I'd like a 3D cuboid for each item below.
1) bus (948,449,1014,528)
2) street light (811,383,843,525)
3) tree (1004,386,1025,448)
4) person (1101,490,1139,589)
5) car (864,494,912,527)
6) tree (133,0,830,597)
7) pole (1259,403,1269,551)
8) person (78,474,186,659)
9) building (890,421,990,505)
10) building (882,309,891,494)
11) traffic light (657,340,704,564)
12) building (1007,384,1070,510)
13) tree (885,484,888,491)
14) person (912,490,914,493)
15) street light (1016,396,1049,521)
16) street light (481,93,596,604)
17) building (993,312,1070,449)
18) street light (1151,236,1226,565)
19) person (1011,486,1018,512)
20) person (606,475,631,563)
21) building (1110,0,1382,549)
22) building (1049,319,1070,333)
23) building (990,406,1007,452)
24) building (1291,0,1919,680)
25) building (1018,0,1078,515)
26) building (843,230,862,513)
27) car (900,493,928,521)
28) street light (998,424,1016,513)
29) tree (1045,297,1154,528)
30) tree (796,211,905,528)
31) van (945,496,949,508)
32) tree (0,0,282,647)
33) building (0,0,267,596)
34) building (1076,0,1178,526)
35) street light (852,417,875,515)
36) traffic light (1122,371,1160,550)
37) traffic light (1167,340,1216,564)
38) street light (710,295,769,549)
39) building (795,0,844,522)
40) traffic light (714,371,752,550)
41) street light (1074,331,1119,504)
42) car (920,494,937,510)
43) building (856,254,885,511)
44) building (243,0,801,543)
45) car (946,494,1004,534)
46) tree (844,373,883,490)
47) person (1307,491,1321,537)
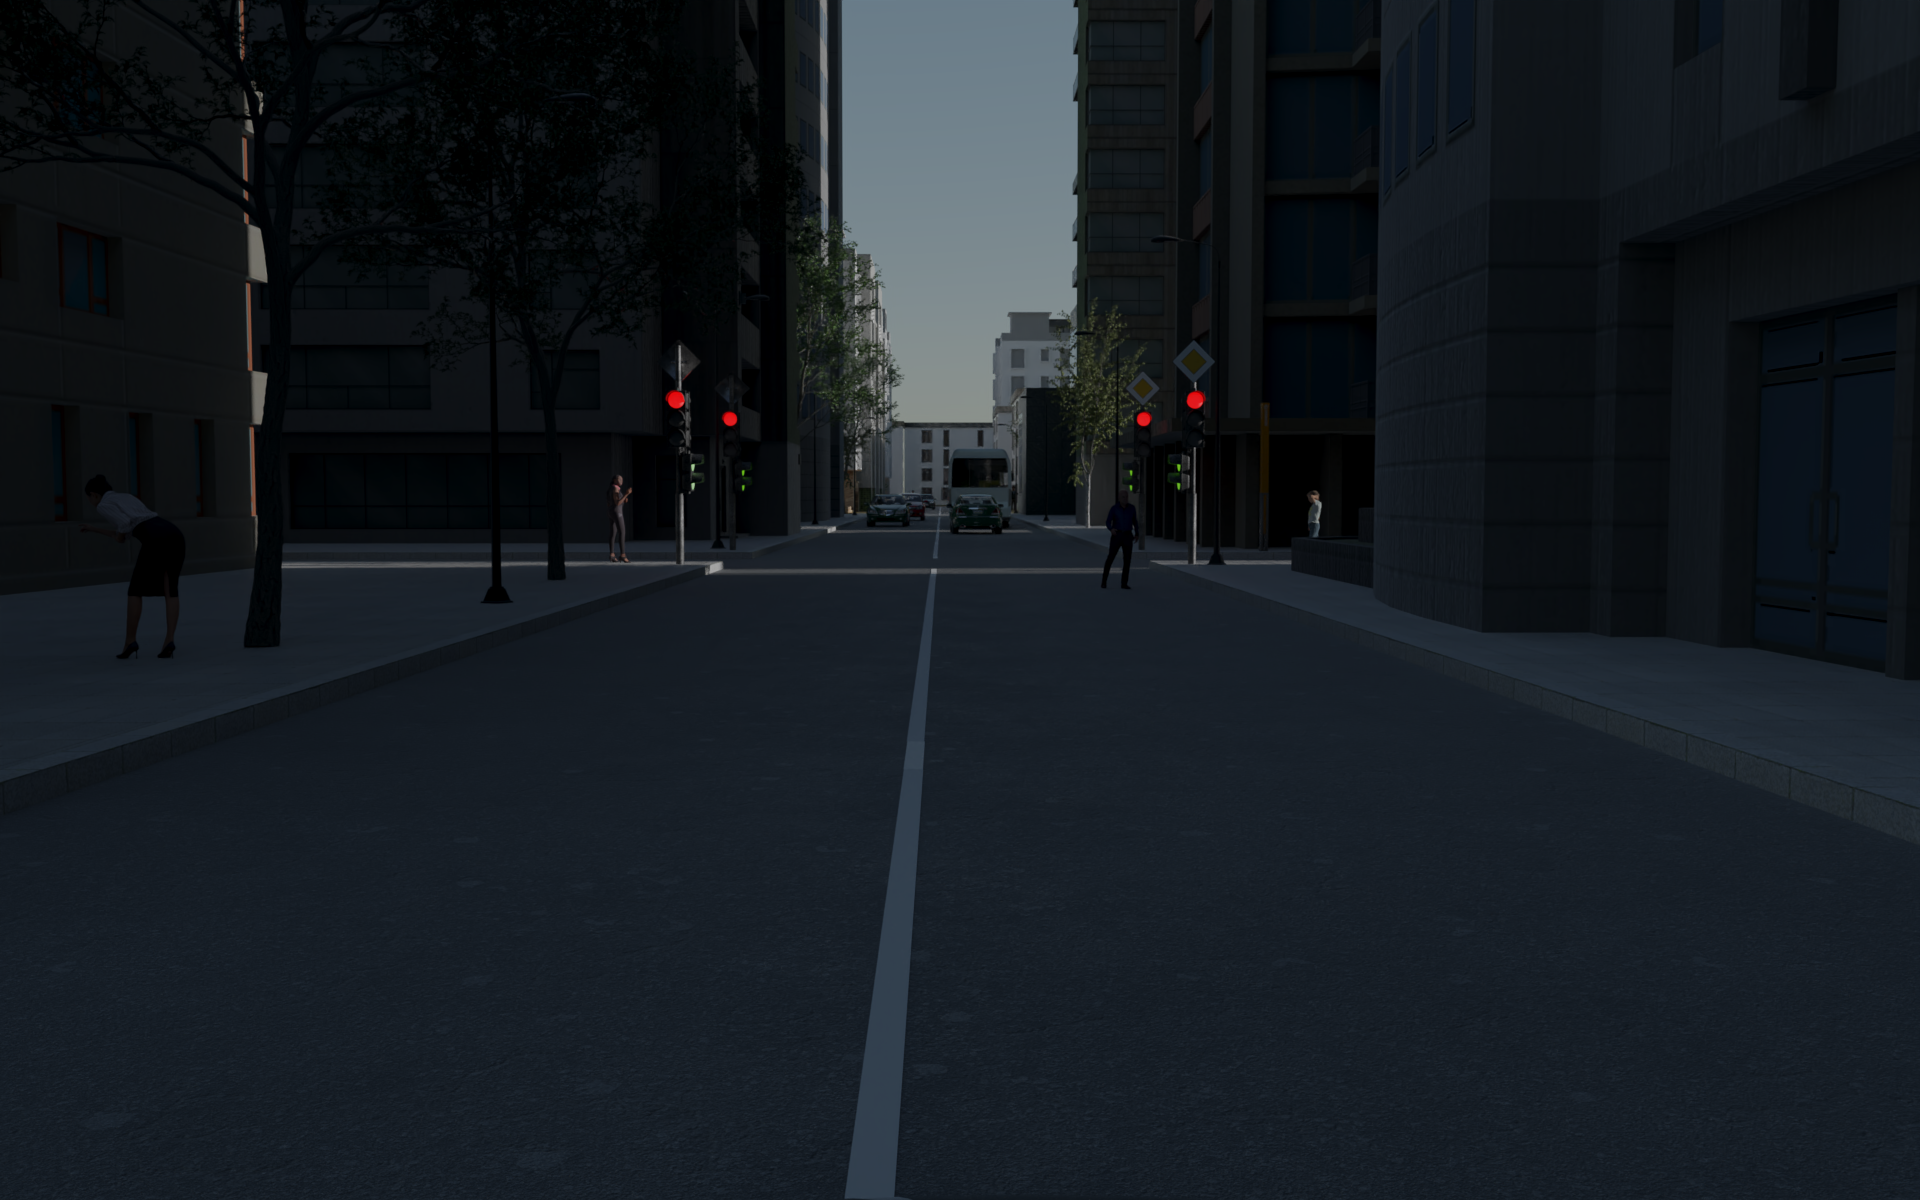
[{"bbox_3d":[0.958,-5.022,76.964,2.948,3.499,13.247,0,4,1],"label":"bus"},{"bbox_3d":[-5.525,-6.106,72.366,1.470,5.913,1.316,0,4,-1],"label":"street light"},{"bbox_3d":[5.151,-10.306,118.866,4.360,8.622,3.978,0,3,0],"label":"tree"},{"bbox_3d":[2.384,-0.913,26.119,0.574,1.496,0.600,1,4,14],"label":"person"},{"bbox_3d":[-3.186,-4.010,77.364,2.131,1.459,4.920,0,3,0],"label":"car"},{"bbox_3d":[-5.989,-5.598,25.946,8.767,10.594,7.601,0,4,4],"label":"tree"},{"bbox_3d":[6.814,-2.749,38.784,0.158,3.312,0.155,0,3,0],"label":"pole"},{"bbox_3d":[-6.471,-0.263,13.525,0.799,1.438,0.628,-1,4,-20],"label":"person"},{"bbox_3d":[-6.577,-15.980,203.414,28.070,9.664,9.099,0,4,-1],"label":"building"},{"bbox_3d":[-15.062,-18.877,165.056,16.016,20.091,11.380,0,4,-1],"label":"building"},{"bbox_3d":[-5.104,-2.608,31.568,0.839,4.253,0.868,0,4,-1],"label":"traffic light"},{"bbox_3d":[9.070,-11.932,137.230,9.099,9.664,28.070,0,4,-1],"label":"building"},{"bbox_3d":[-8.176,-10.954,173.699,1.663,3.219,1.824,0,3,0],"label":"tree"},{"bbox_3d":[-4.510,-9.638,166.081,1.348,1.824,0.705,0,4,5],"label":"person"},{"bbox_3d":[3.549,-6.691,81.938,1.470,5.913,1.316,0,4,-1],"label":"street light"},{"bbox_3d":[-4.918,-2.917,20.240,1.470,5.913,1.316,0,4,-1],"label":"street light"},{"bbox_3d":[11.566,-20.133,185.587,16.016,20.091,11.380,0,4,-1],"label":"building"},{"bbox_3d":[4.126,-3.595,31.321,1.470,5.913,1.316,0,4,-1],"label":"street light"},{"bbox_3d":[3.878,-7.315,125.266,1.348,1.869,0.705,-1,4,-10],"label":"person"},{"bbox_3d":[-6.345,-1.519,32.347,0.593,1.643,0.415,1,4,18],"label":"person"},{"bbox_3d":[19.110,-24.110,48.831,28.867,44.769,22.147,0,4,-1],"label":"building"},{"bbox_3d":[24.217,-22.558,212.803,32.646,21.610,27.936,0,4,-1],"label":"building"},{"bbox_3d":[8.038,-13.645,165.238,9.099,9.664,28.070,0,4,-1],"label":"building"},{"bbox_3d":[15.295,-29.012,16.342,21.231,58.520,28.212,0,4,-1],"label":"building"},{"bbox_3d":[15.216,-48.011,97.644,22.319,86.520,31.000,0,4,-1],"label":"building"},{"bbox_3d":[-14.901,-16.217,121.568,16.016,20.091,11.380,0,4,-1],"label":"building"},{"bbox_3d":[-2.796,-5.214,94.292,2.155,1.783,4.494,0,4,0],"label":"car"},{"bbox_3d":[3.169,-8.680,114.460,1.470,5.913,1.316,0,4,-1],"label":"street light"},{"bbox_3d":[5.045,-7.064,65.861,4.737,8.622,4.395,0,3,0],"label":"tree"},{"bbox_3d":[-6.508,-8.490,64.566,9.928,11.665,9.643,0,3,0],"label":"tree"},{"bbox_3d":[-0.499,-10.453,177.912,2.013,2.044,4.112,0,4,0],"label":"van"},{"bbox_3d":[-5.532,-4.886,14.294,7.601,10.594,8.767,-1,4,-9],"label":"tree"},{"bbox_3d":[-26.513,-10.470,16.219,28.899,21.520,27.650,0,4,-1],"label":"building"},{"bbox_3d":[12.042,-23.993,75.877,14.154,41.232,14.086,0,4,-1],"label":"building"},{"bbox_3d":[-5.819,-8.064,104.392,1.470,5.913,1.316,0,4,-1],"label":"street light"},{"bbox_3d":[4.153,-3.104,39.666,0.839,4.253,0.868,0,4,-1],"label":"traffic light"},{"bbox_3d":[4.237,-2.615,31.682,0.839,4.253,0.868,0,4,-1],"label":"traffic light"},{"bbox_3d":[-5.149,-4.161,40.566,1.470,5.913,1.316,0,4,-1],"label":"street light"},{"bbox_3d":[-16.942,-33.072,82.718,21.231,58.520,28.212,0,4,-1],"label":"building"},{"bbox_3d":[-5.187,-3.097,39.553,0.839,4.253,0.868,0,4,-1],"label":"traffic light"},{"bbox_3d":[3.954,-4.706,49.492,1.470,5.913,1.316,0,4,-1],"label":"street light"},{"bbox_3d":[-3.118,-9.052,157.784,2.009,1.686,4.222,0,4,0],"label":"car"},{"bbox_3d":[-15.103,-16.939,143.410,16.747,18.905,31.486,0,4,-1],"label":"building"},{"bbox_3d":[-12.283,-17.028,50.111,14.160,30.474,14.107,0,4,-1],"label":"building"},{"bbox_3d":[0.572,-3.160,63.460,2.131,1.459,4.920,0,4,-2],"label":"car"},{"bbox_3d":[-6.800,-9.208,100.920,4.360,8.622,3.978,0,3,0],"label":"tree"},{"bbox_3d":[6.669,-1.397,32.793,0.340,1.345,0.435,0,3,0],"label":"person"}]
